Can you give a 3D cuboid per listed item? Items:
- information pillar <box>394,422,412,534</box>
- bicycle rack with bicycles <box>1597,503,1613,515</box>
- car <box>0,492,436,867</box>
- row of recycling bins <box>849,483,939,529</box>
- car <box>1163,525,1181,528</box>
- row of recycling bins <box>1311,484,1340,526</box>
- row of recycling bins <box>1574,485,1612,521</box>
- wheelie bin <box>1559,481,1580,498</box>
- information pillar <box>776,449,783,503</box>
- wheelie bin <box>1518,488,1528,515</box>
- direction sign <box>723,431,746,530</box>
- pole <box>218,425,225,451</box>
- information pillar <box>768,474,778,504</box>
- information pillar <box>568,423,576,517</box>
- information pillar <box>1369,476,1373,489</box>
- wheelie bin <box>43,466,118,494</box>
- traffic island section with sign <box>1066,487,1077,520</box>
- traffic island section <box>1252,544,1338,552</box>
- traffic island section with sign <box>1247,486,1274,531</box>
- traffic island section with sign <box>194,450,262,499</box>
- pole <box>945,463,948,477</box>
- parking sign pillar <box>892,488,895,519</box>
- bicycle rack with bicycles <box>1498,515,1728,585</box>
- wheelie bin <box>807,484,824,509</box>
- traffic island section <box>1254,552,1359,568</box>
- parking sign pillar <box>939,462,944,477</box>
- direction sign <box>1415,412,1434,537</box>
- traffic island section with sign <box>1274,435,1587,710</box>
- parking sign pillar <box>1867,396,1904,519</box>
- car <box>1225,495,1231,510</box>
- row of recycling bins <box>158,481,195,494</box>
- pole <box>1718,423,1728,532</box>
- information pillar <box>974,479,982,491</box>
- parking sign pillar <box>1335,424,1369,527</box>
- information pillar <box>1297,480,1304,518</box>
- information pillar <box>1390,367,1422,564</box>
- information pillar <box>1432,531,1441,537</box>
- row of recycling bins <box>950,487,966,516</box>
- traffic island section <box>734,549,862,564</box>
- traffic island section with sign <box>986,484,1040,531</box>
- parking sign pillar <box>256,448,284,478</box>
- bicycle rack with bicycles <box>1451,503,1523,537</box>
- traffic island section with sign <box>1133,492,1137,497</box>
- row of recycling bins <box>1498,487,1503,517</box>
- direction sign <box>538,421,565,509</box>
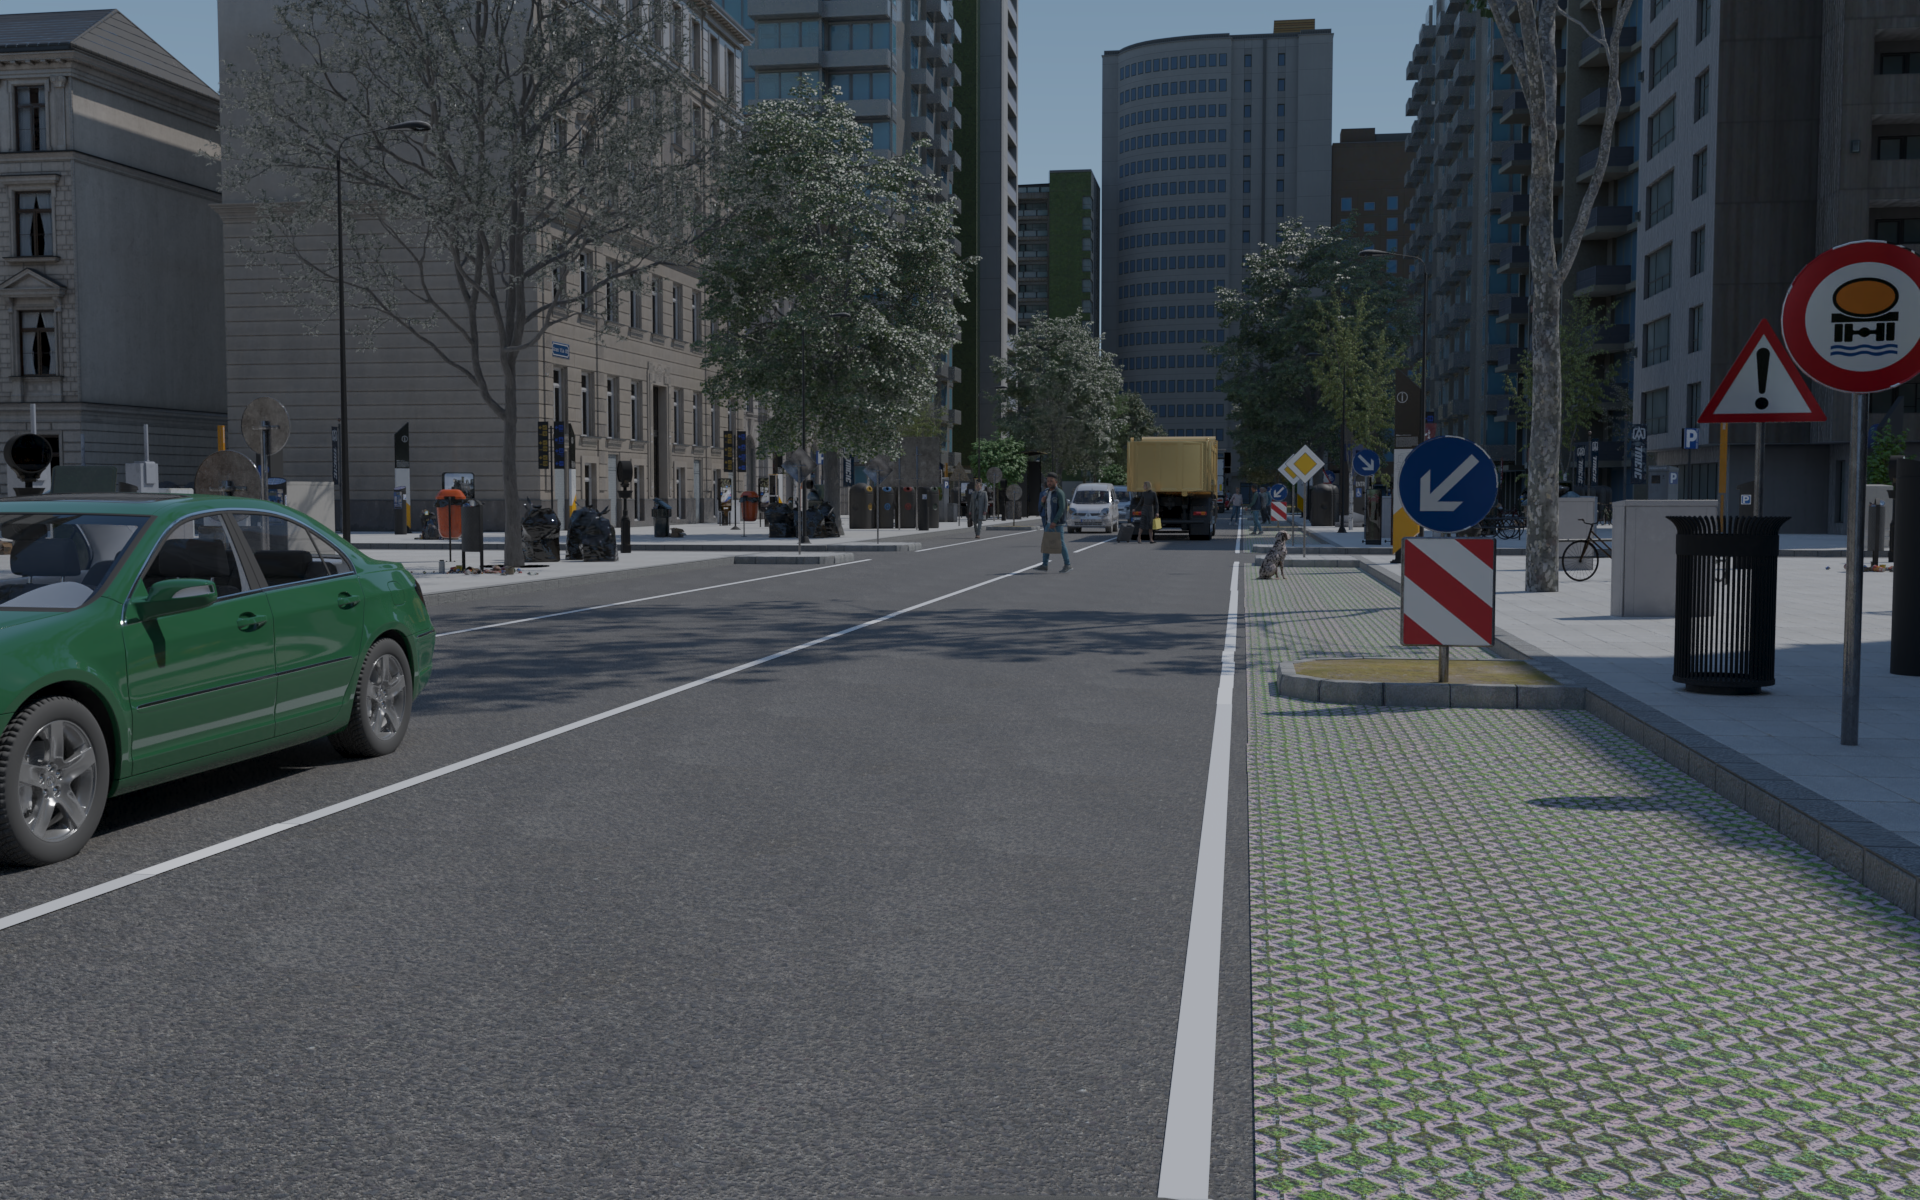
[{"bbox_3d":[-18.072,-3.964,56.171,0.183,3.616,0.504,3,5,44],"label":"information pillar"},{"bbox_3d":[26.881,-3.523,70.988,2.852,0.926,2.925,1,4,18],"label":"bicycle rack with bicycles"},{"bbox_3d":[-4.202,0.217,8.257,2.131,1.459,4.920,0,4,7],"label":"car"},{"bbox_3d":[-2.463,-3.500,64.338,3.534,1.692,1.069,-2,4,-27],"label":"row of recycling bins"},{"bbox_3d":[8.051,-3.254,65.572,2.083,1.381,4.827,0,4,7],"label":"car"},{"bbox_3d":[14.971,-3.858,70.197,1.069,1.692,3.534,1,4,22],"label":"row of recycling bins"},{"bbox_3d":[29.805,-4.575,81.921,3.534,1.692,1.069,-3,5,-43],"label":"row of recycling bins"},{"bbox_3d":[14.323,-2.052,41.452,0.980,1.594,0.693,1,4,22],"label":"wheelie bin"},{"bbox_3d":[-7.482,-4.917,71.739,0.183,3.616,0.504,1,4,19],"label":"information pillar"},{"bbox_3d":[29.617,-5.071,90.813,0.693,1.594,0.980,1,4,20],"label":"wheelie bin"},{"bbox_3d":[-8.061,-4.286,62.078,0.876,3.537,0.379,-2,4,-33],"label":"direction sign"},{"bbox_3d":[-21.956,-3.530,51.552,0.158,3.312,0.155,0,3,0],"label":"pole"},{"bbox_3d":[-6.948,-3.671,64.505,0.304,2.012,0.304,0,4,7],"label":"information pillar"},{"bbox_3d":[-12.858,-4.042,57.446,0.183,3.616,0.504,0,4,4],"label":"information pillar"},{"bbox_3d":[16.530,-4.024,70.290,0.304,2.012,0.304,-3,5,-44],"label":"information pillar"},{"bbox_3d":[-9.817,-0.704,19.413,0.980,1.594,0.693,-1,4,-18],"label":"wheelie bin"},{"bbox_3d":[6.491,-5.310,95.448,1.989,1.847,2.006,1,4,9],"label":"traffic island section with sign"},{"bbox_3d":[8.267,-1.262,42.917,2.009,0.180,2.903,1,4,9],"label":"traffic island section"},{"bbox_3d":[12.247,-3.585,67.236,1.989,1.847,2.006,1,4,9],"label":"traffic island section with sign"},{"bbox_3d":[-6.638,-0.386,14.938,1.989,1.847,2.006,1,4,9],"label":"traffic island section with sign"},{"bbox_3d":[-0.905,-7.323,113.582,0.158,3.312,0.155,0,3,0],"label":"pole"},{"bbox_3d":[-3.160,-6.147,88.977,1.447,3.967,1.447,-1,4,-22],"label":"parking sign pillar"},{"bbox_3d":[9.890,-0.703,24.871,2.925,0.926,2.852,-1,4,-21],"label":"bicycle rack with bicycles"},{"bbox_3d":[-4.589,-2.978,56.603,0.693,1.594,0.980,3,4,36],"label":"wheelie bin"},{"bbox_3d":[6.982,-0.780,35.036,2.009,0.180,2.903,1,4,9],"label":"traffic island section"},{"bbox_3d":[-1.661,-7.167,105.653,1.447,3.967,1.447,0,4,-4],"label":"parking sign pillar"},{"bbox_3d":[12.560,-3.403,47.629,0.876,3.537,0.379,1,4,10],"label":"direction sign"},{"bbox_3d":[3.312,-0.236,12.493,1.989,1.847,2.006,1,4,9],"label":"traffic island section with sign"},{"bbox_3d":[25.304,-3.607,47.447,1.447,3.967,1.447,-3,5,-39],"label":"parking sign pillar"},{"bbox_3d":[22.841,-8.788,152.729,2.155,1.783,4.494,0,4,7],"label":"car"},{"bbox_3d":[-24.288,-2.996,56.101,1.069,1.692,3.534,3,5,41],"label":"row of recycling bins"},{"bbox_3d":[18.012,-2.878,40.897,0.158,3.312,0.155,0,3,0],"label":"pole"},{"bbox_3d":[0.854,-4.740,81.996,0.304,2.012,0.304,-1,4,-10],"label":"information pillar"},{"bbox_3d":[15.297,-4.811,67.138,1.447,3.967,1.447,-3,5,-40],"label":"parking sign pillar"},{"bbox_3d":[18.438,-6.239,93.364,0.504,3.616,0.183,-1,4,-11],"label":"information pillar"},{"bbox_3d":[8.226,-2.481,31.913,0.504,3.616,0.183,2,4,33],"label":"information pillar"},{"bbox_3d":[12.332,-2.440,44.387,0.304,2.012,0.304,-3,5,-42],"label":"information pillar"},{"bbox_3d":[0.074,-5.752,101.159,1.069,1.692,3.534,1,4,11],"label":"row of recycling bins"},{"bbox_3d":[-3.422,-0.884,36.731,2.009,0.180,2.903,1,4,9],"label":"traffic island section"},{"bbox_3d":[2.153,-3.683,68.843,1.989,1.847,2.006,1,4,9],"label":"traffic island section with sign"},{"bbox_3d":[-20.386,-3.834,51.165,1.447,3.967,1.447,0,4,-6],"label":"parking sign pillar"},{"bbox_3d":[15.243,-2.212,49.543,2.925,0.926,2.852,2,4,34],"label":"bicycle rack with bicycles"},{"bbox_3d":[14.575,-8.343,145.032,1.989,1.847,2.006,1,4,9],"label":"traffic island section with sign"},{"bbox_3d":[26.996,-5.152,91.349,3.534,1.692,1.069,-1,4,-15],"label":"row of recycling bins"},{"bbox_3d":[-12.719,-3.790,53.965,0.876,3.537,0.379,1,4,12],"label":"direction sign"}]
